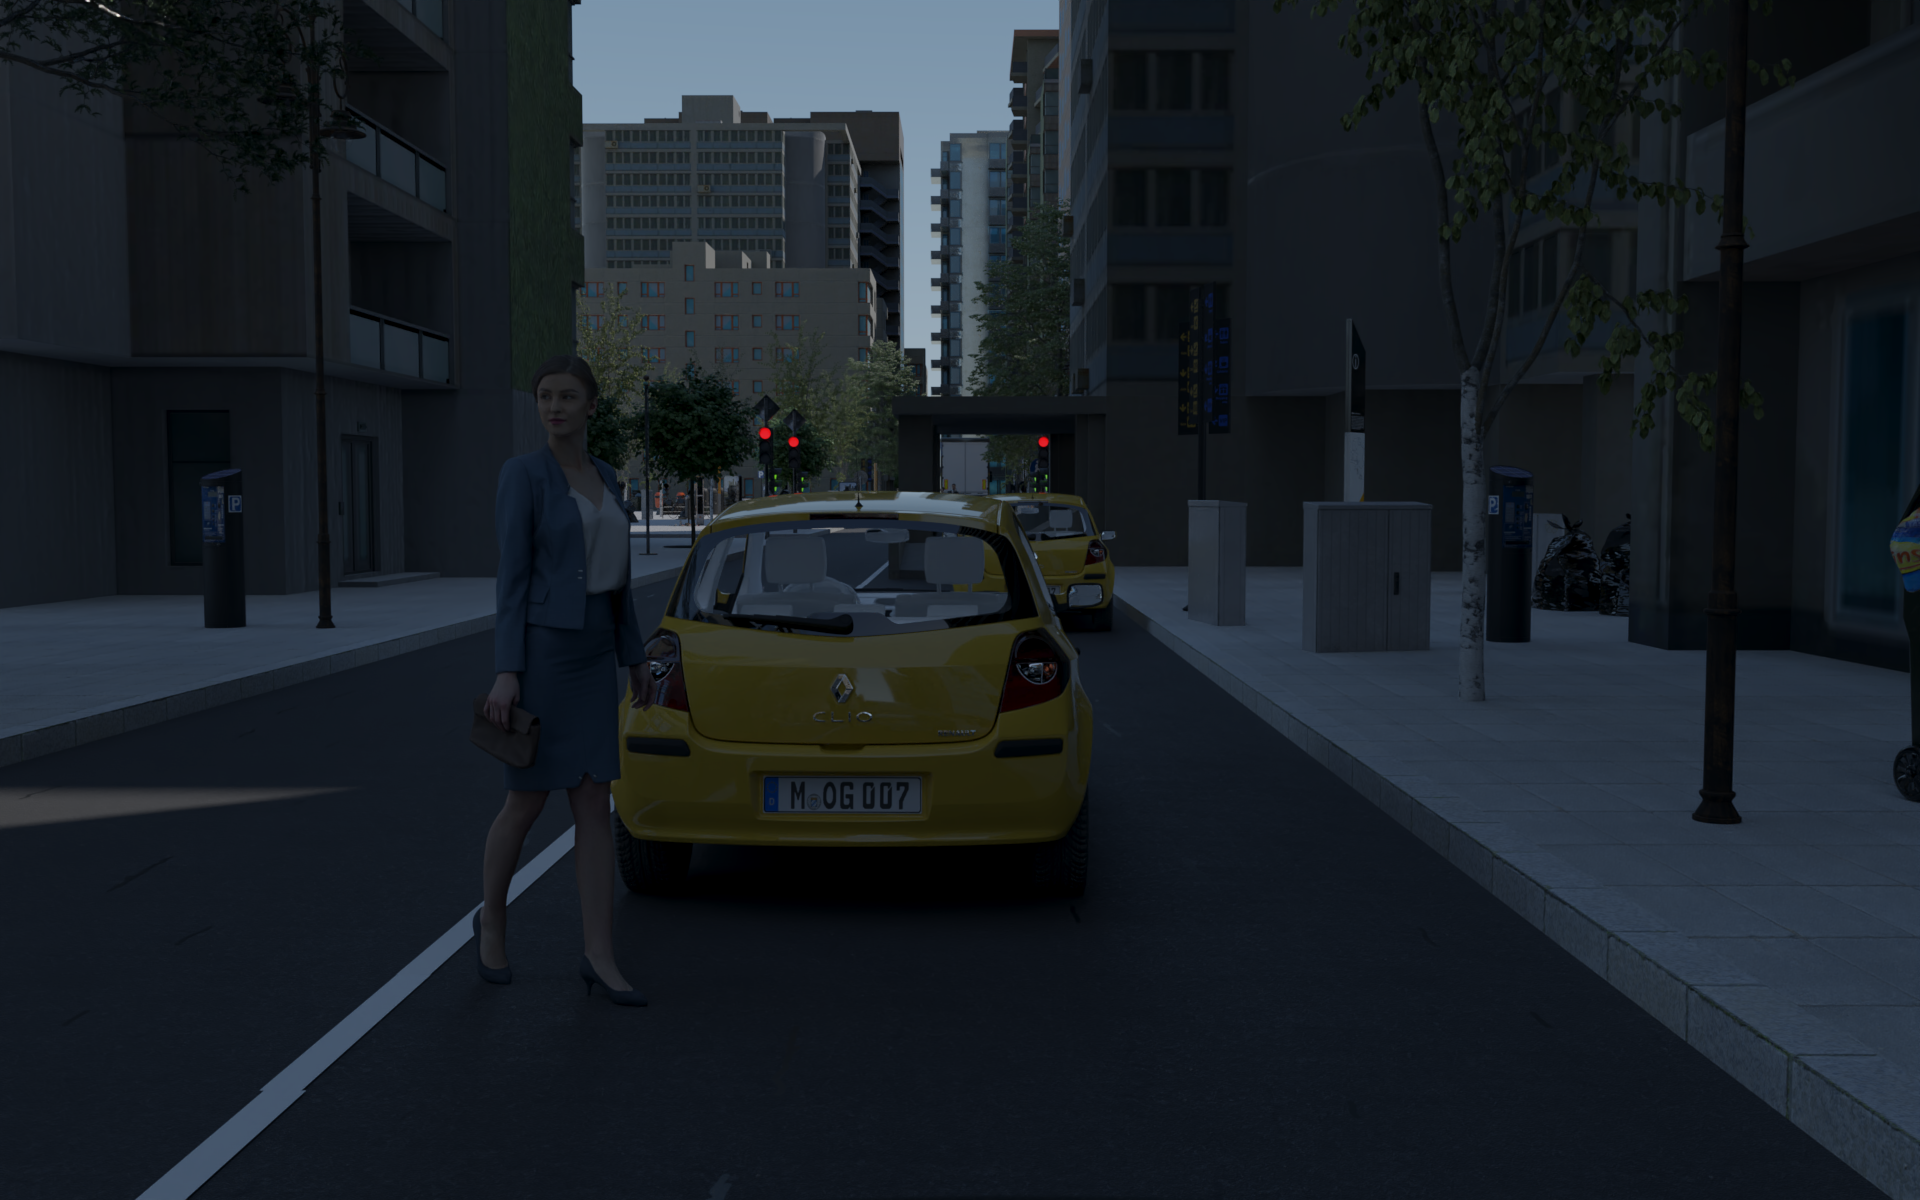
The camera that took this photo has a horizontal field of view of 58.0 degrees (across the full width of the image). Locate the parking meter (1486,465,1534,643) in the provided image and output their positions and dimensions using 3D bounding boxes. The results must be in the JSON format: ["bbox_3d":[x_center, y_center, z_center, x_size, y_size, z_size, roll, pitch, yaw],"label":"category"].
[{"bbox_3d":[4.782,-0.407,15.064,0.372,1.533,0.369,0,3,0],"label":"parking meter"}]

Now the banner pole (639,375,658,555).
[{"bbox_3d":[-6.534,-2.828,36.263,0.401,3.779,0.863,-1,4,-14],"label":"banner pole"}]

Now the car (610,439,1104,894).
[{"bbox_3d":[-0.340,0.158,7.648,2.015,1.641,3.980,0,4,1],"label":"car"}]

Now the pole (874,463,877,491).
[{"bbox_3d":[-5.528,-7.323,113.566,0.158,3.312,0.155,0,3,0],"label":"pole"}]

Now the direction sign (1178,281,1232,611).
[{"bbox_3d":[2.638,-1.648,18.935,0.379,3.537,0.876,-1,4,-9],"label":"direction sign"}]

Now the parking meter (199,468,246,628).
[{"bbox_3d":[-7.089,-0.505,16.669,0.372,1.533,0.369,0,3,0],"label":"parking meter"}]

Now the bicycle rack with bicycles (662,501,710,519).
[{"bbox_3d":[-14.102,-4.728,90.689,2.852,0.926,2.925,3,5,43],"label":"bicycle rack with bicycles"}]

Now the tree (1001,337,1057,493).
[{"bbox_3d":[3.516,-7.915,79.777,4.360,8.622,3.978,0,3,0],"label":"tree"}]

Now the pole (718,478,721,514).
[{"bbox_3d":[-14.181,-6.619,102.068,0.158,3.312,0.155,0,3,0],"label":"pole"}]

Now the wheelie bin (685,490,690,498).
[{"bbox_3d":[-20.104,-7.456,129.809,0.693,1.594,0.980,2,4,27],"label":"wheelie bin"}]

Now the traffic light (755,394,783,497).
[{"bbox_3d":[-5.439,-3.665,48.841,0.839,4.253,0.868,0,4,0],"label":"traffic light"}]

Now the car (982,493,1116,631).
[{"bbox_3d":[0.792,-0.570,19.544,2.015,1.641,3.980,0,4,1],"label":"car"}]

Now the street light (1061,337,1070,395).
[{"bbox_3d":[3.096,-4.627,48.431,0.468,5.910,1.993,0,4,0],"label":"street light"}]

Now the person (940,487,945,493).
[{"bbox_3d":[-0.931,-4.610,84.218,0.599,1.781,0.374,0,4,6],"label":"person"}]

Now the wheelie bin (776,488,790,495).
[{"bbox_3d":[-8.159,-4.386,79.622,0.693,1.594,0.980,-1,4,-19],"label":"wheelie bin"}]

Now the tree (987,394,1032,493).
[{"bbox_3d":[3.648,-9.752,109.814,4.737,8.622,4.395,0,3,0],"label":"tree"}]

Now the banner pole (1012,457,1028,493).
[{"bbox_3d":[3.726,-6.907,102.949,0.863,3.779,0.401,3,5,42],"label":"banner pole"}]

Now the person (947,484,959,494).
[{"bbox_3d":[-0.329,-4.316,78.422,0.648,1.900,0.474,-3,5,-40],"label":"person"}]

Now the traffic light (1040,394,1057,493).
[{"bbox_3d":[2.673,-3.664,48.822,0.839,4.253,0.868,0,4,0],"label":"traffic light"}]

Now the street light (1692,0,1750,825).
[{"bbox_3d":[2.976,-2.070,6.631,0.468,5.910,1.993,0,4,0],"label":"street light"}]

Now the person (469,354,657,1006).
[{"bbox_3d":[-1.152,0.217,4.973,0.581,1.822,0.654,-3,5,-41],"label":"person"}]

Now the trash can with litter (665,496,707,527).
[{"bbox_3d":[-10.954,-3.556,69.200,1.678,1.210,2.233,-1,4,-9],"label":"trash can with litter"}]

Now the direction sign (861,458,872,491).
[{"bbox_3d":[-5.959,-7.221,110.054,0.876,3.537,0.379,-3,5,-42],"label":"direction sign"}]

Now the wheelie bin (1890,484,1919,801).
[{"bbox_3d":[4.333,0.052,7.053,0.980,1.594,0.693,-1,4,-9],"label":"wheelie bin"}]

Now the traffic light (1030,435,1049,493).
[{"bbox_3d":[2.707,-4.152,56.807,0.839,4.253,0.868,0,4,0],"label":"traffic light"}]

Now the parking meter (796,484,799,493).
[{"bbox_3d":[-6.702,-3.963,70.506,0.255,1.863,0.399,1,4,14],"label":"parking meter"}]

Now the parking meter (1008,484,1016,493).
[{"bbox_3d":[2.932,-5.649,98.066,0.399,1.863,0.255,-3,4,-39],"label":"parking meter"}]

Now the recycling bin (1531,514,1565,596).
[{"bbox_3d":[7.269,-0.590,22.199,0.722,1.027,0.722,0,4,-1],"label":"recycling bin"}]

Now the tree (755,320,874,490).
[{"bbox_3d":[-6.923,-7.572,74.167,4.737,8.622,4.395,0,3,0],"label":"tree"}]

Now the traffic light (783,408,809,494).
[{"bbox_3d":[-5.404,-4.153,56.826,0.839,4.253,0.868,0,4,0],"label":"traffic light"}]

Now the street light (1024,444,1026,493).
[{"bbox_3d":[3.341,-7.140,89.522,0.468,5.910,1.993,0,4,0],"label":"street light"}]

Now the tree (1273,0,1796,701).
[{"bbox_3d":[3.208,-3.665,10.292,4.737,8.622,4.395,0,3,0],"label":"tree"}]

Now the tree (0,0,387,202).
[{"bbox_3d":[-6.805,-4.597,9.570,7.601,10.594,8.767,-1,4,-9],"label":"tree"}]

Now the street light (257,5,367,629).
[{"bbox_3d":[-6.076,-2.668,16.411,0.468,5.910,1.993,0,4,0],"label":"street light"}]

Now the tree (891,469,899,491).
[{"bbox_3d":[-6.054,-12.550,188.897,4.285,4.588,4.351,0,3,0],"label":"tree"}]

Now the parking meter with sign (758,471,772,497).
[{"bbox_3d":[-14.508,-8.219,130.634,0.543,3.016,1.738,2,4,28],"label":"parking meter with sign"}]

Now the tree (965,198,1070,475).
[{"bbox_3d":[4.031,-9.097,66.865,7.486,12.596,7.792,0,3,0],"label":"tree"}]

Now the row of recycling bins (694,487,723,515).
[{"bbox_3d":[-15.170,-6.126,107.269,1.069,1.692,3.534,2,4,27],"label":"row of recycling bins"}]

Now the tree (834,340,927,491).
[{"bbox_3d":[-5.568,-12.810,127.569,7.486,12.596,7.792,0,3,0],"label":"tree"}]

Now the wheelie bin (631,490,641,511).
[{"bbox_3d":[-24.333,-7.481,130.225,0.980,1.594,0.693,1,4,20],"label":"wheelie bin"}]

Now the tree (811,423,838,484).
[{"bbox_3d":[-6.244,-4.885,63.585,4.285,4.588,4.351,0,3,0],"label":"tree"}]
